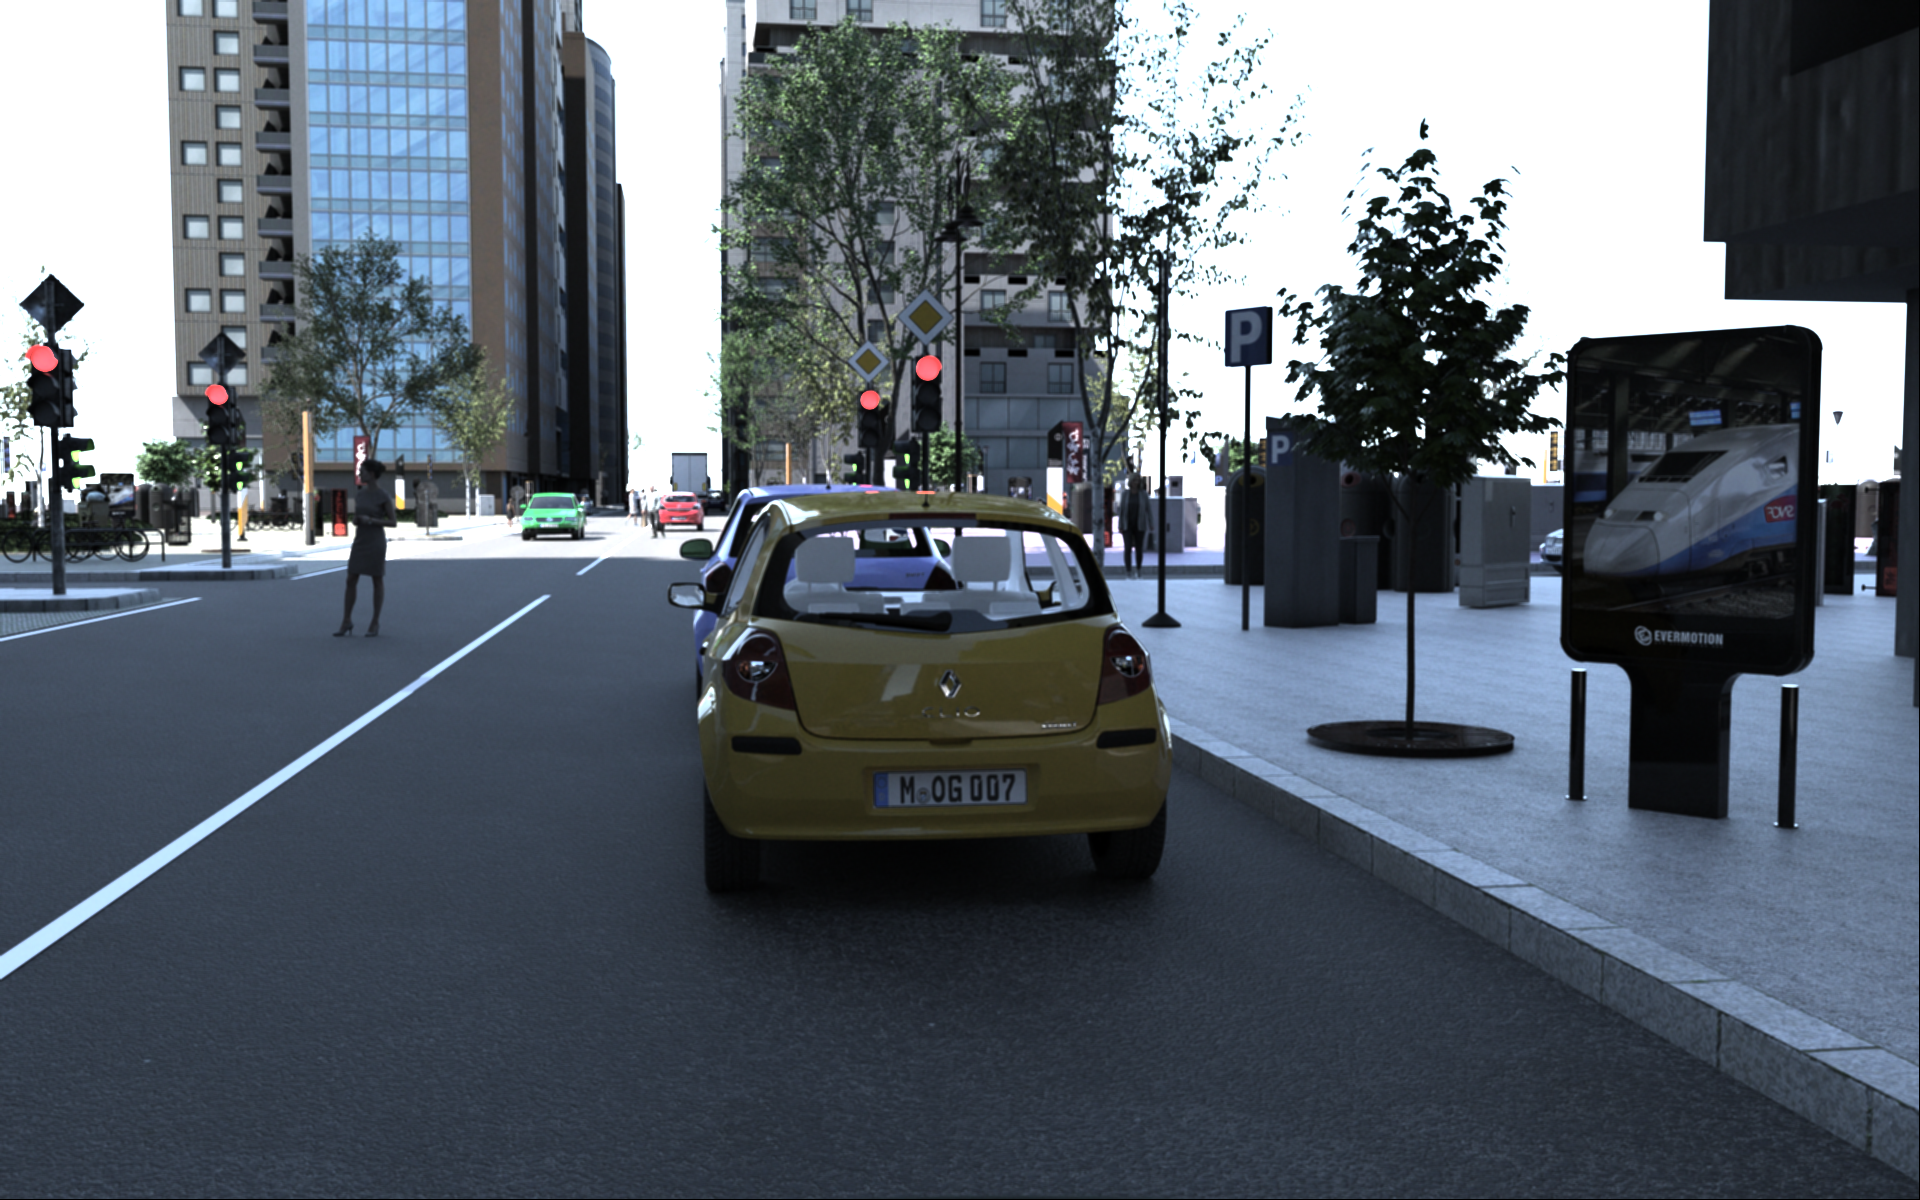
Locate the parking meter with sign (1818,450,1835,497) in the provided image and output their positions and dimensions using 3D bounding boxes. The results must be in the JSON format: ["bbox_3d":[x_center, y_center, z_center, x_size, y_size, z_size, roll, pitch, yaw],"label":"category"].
[{"bbox_3d":[33.575,-4.422,68.564,0.543,3.016,1.738,-3,4,-38],"label":"parking meter with sign"}]

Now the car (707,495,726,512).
[{"bbox_3d":[-20.130,-7.916,142.013,1.945,1.354,3.894,-1,4,-10],"label":"car"}]

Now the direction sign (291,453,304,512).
[{"bbox_3d":[-36.418,-6.322,95.355,0.379,3.537,0.876,2,4,26],"label":"direction sign"}]

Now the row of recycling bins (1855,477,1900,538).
[{"bbox_3d":[27.585,-2.601,49.635,3.534,1.692,1.069,3,4,36],"label":"row of recycling bins"}]

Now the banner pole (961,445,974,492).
[{"bbox_3d":[0.261,-5.403,78.354,0.863,3.779,0.401,-1,4,-11],"label":"banner pole"}]

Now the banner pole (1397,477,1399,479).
[{"bbox_3d":[19.524,-5.271,76.201,0.863,3.779,0.401,-2,4,-33],"label":"banner pole"}]

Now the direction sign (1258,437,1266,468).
[{"bbox_3d":[12.362,-4.733,69.381,0.876,3.537,0.379,-1,4,-14],"label":"direction sign"}]

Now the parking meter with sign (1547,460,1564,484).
[{"bbox_3d":[30.440,-5.655,88.718,0.543,3.016,1.738,-1,4,-12],"label":"parking meter with sign"}]

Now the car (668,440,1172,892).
[{"bbox_3d":[-0.301,0.151,7.759,2.015,1.641,3.980,0,4,-8],"label":"car"}]

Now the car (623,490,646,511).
[{"bbox_3d":[-28.072,-8.661,150.282,2.281,1.827,5.304,-1,4,-10],"label":"car"}]

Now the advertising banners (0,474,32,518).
[{"bbox_3d":[-41.774,-4.896,76.234,0.090,3.025,2.074,1,4,19],"label":"advertising banners"}]

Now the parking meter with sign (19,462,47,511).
[{"bbox_3d":[-50.152,-5.957,93.651,0.543,3.016,1.738,0,4,7],"label":"parking meter with sign"}]

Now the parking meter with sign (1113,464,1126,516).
[{"bbox_3d":[9.258,-6.325,99.668,0.543,3.016,1.738,3,5,40],"label":"parking meter with sign"}]

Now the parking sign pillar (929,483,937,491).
[{"bbox_3d":[-1.846,-6.016,86.827,1.447,3.967,1.447,1,4,13],"label":"parking sign pillar"}]

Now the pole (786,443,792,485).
[{"bbox_3d":[-6.889,-4.646,69.812,0.158,3.312,0.155,0,3,0],"label":"pole"}]

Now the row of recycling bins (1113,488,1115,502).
[{"bbox_3d":[9.769,-6.164,107.889,1.069,1.692,3.534,-1,4,-16],"label":"row of recycling bins"}]

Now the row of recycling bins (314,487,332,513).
[{"bbox_3d":[-36.142,-5.556,97.948,1.069,1.692,3.534,-1,4,-12],"label":"row of recycling bins"}]

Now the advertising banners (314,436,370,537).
[{"bbox_3d":[-18.721,-3.422,52.143,2.074,3.025,0.090,0,4,6],"label":"advertising banners"}]

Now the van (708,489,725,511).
[{"bbox_3d":[-21.259,-8.711,149.441,2.013,2.044,4.112,-1,4,-9],"label":"van"}]

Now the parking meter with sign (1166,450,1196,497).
[{"bbox_3d":[8.483,-4.440,68.856,1.738,3.016,0.543,-1,4,-22],"label":"parking meter with sign"}]

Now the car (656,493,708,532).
[{"bbox_3d":[-10.962,-3.598,67.863,2.155,1.783,4.494,0,4,-8],"label":"car"}]

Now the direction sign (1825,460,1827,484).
[{"bbox_3d":[52.741,-6.946,105.557,0.379,3.537,0.876,2,4,28],"label":"direction sign"}]

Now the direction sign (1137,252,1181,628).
[{"bbox_3d":[1.953,-1.510,16.690,0.379,3.537,0.876,1,4,12],"label":"direction sign"}]

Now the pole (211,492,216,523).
[{"bbox_3d":[-32.665,-5.006,75.698,0.158,3.312,0.155,0,3,0],"label":"pole"}]

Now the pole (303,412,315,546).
[{"bbox_3d":[-16.188,-3.010,43.061,0.158,3.312,0.155,0,3,0],"label":"pole"}]

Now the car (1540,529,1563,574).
[{"bbox_3d":[12.452,-1.122,30.354,4.499,1.417,2.014,-1,4,-10],"label":"car"}]

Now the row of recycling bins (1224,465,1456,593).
[{"bbox_3d":[5.168,-1.021,23.801,3.534,1.692,1.069,3,5,44],"label":"row of recycling bins"}]

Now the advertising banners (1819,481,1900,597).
[{"bbox_3d":[11.657,-1.550,21.531,0.090,3.025,2.074,-3,4,-38],"label":"advertising banners"}]

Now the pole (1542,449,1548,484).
[{"bbox_3d":[26.197,-5.121,77.579,0.158,3.312,0.155,0,3,0],"label":"pole"}]

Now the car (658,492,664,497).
[{"bbox_3d":[-28.014,-9.250,160.834,1.945,1.707,3.694,-1,4,-9],"label":"car"}]

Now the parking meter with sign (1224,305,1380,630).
[{"bbox_3d":[3.351,-1.254,16.770,1.738,3.016,0.543,-3,4,-38],"label":"parking meter with sign"}]

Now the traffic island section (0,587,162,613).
[{"bbox_3d":[-11.568,0.004,22.216,2.009,0.180,2.903,-1,4,-9],"label":"traffic island section"}]

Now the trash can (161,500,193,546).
[{"bbox_3d":[-19.488,-1.925,43.134,0.748,1.137,0.748,0,3,0],"label":"trash can"}]

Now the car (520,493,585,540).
[{"bbox_3d":[-12.918,-2.830,55.059,1.959,1.807,4.718,-1,4,-10],"label":"car"}]

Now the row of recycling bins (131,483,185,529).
[{"bbox_3d":[-30.588,-3.494,64.232,3.534,1.692,1.069,1,4,23],"label":"row of recycling bins"}]

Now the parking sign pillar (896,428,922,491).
[{"bbox_3d":[-2.645,-5.017,70.495,1.447,3.967,1.447,3,5,41],"label":"parking sign pillar"}]

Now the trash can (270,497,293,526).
[{"bbox_3d":[-27.070,-3.503,68.923,0.748,1.137,0.748,0,3,0],"label":"trash can"}]

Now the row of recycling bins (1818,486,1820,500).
[{"bbox_3d":[43.827,-5.208,92.258,3.534,1.692,1.069,2,4,25],"label":"row of recycling bins"}]

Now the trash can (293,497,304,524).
[{"bbox_3d":[-28.316,-3.841,74.448,0.748,1.137,0.748,0,3,0],"label":"trash can"}]

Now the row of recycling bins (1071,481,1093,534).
[{"bbox_3d":[4.184,-3.037,56.761,1.069,1.692,3.534,0,4,6],"label":"row of recycling bins"}]

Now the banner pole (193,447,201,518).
[{"bbox_3d":[-40.901,-6.293,92.914,0.401,3.779,0.863,0,4,-1],"label":"banner pole"}]

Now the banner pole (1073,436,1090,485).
[{"bbox_3d":[4.511,-4.592,65.090,0.863,3.779,0.401,-1,4,-13],"label":"banner pole"}]

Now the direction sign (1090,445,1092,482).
[{"bbox_3d":[5.652,-5.080,75.063,0.379,3.537,0.876,3,5,43],"label":"direction sign"}]

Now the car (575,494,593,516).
[{"bbox_3d":[-25.672,-6.397,116.600,2.014,1.417,4.499,-1,4,-9],"label":"car"}]

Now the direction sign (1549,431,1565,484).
[{"bbox_3d":[21.307,-4.251,61.499,0.379,3.537,0.876,-3,5,-41],"label":"direction sign"}]

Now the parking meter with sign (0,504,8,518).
[{"bbox_3d":[-40.486,-4.647,72.235,0.543,3.016,1.738,0,4,7],"label":"parking meter with sign"}]

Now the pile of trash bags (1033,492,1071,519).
[{"bbox_3d":[3.510,-4.532,83.848,3.447,1.369,1.912,0,4,3],"label":"pile of trash bags"}]

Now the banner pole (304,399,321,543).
[{"bbox_3d":[-17.148,-3.406,45.700,0.401,3.779,0.863,-2,4,-25],"label":"banner pole"}]

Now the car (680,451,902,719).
[{"bbox_3d":[-0.980,-0.151,12.067,1.945,1.707,3.694,0,4,-8],"label":"car"}]

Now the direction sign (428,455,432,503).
[{"bbox_3d":[-30.463,-6.579,99.570,0.379,3.537,0.876,-2,4,-29],"label":"direction sign"}]

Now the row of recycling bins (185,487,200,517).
[{"bbox_3d":[-44.095,-5.523,97.406,3.534,1.692,1.069,2,4,30],"label":"row of recycling bins"}]

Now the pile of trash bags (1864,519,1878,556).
[{"bbox_3d":[19.674,-1.589,35.739,1.912,1.369,3.447,3,5,39],"label":"pile of trash bags"}]

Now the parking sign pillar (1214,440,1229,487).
[{"bbox_3d":[12.279,-5.676,81.279,1.447,3.967,1.447,1,4,21],"label":"parking sign pillar"}]

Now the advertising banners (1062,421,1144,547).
[{"bbox_3d":[3.473,-2.785,41.725,2.074,3.025,0.090,1,4,10],"label":"advertising banners"}]

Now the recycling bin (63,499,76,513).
[{"bbox_3d":[-49.726,-5.126,96.360,0.722,1.027,0.722,3,4,36],"label":"recycling bin"}]

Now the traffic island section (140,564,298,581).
[{"bbox_3d":[-12.766,-0.479,30.111,2.009,0.180,2.903,-1,4,-9],"label":"traffic island section"}]

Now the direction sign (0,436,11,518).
[{"bbox_3d":[-37.176,-4.604,67.264,0.876,3.537,0.379,1,4,20],"label":"direction sign"}]
